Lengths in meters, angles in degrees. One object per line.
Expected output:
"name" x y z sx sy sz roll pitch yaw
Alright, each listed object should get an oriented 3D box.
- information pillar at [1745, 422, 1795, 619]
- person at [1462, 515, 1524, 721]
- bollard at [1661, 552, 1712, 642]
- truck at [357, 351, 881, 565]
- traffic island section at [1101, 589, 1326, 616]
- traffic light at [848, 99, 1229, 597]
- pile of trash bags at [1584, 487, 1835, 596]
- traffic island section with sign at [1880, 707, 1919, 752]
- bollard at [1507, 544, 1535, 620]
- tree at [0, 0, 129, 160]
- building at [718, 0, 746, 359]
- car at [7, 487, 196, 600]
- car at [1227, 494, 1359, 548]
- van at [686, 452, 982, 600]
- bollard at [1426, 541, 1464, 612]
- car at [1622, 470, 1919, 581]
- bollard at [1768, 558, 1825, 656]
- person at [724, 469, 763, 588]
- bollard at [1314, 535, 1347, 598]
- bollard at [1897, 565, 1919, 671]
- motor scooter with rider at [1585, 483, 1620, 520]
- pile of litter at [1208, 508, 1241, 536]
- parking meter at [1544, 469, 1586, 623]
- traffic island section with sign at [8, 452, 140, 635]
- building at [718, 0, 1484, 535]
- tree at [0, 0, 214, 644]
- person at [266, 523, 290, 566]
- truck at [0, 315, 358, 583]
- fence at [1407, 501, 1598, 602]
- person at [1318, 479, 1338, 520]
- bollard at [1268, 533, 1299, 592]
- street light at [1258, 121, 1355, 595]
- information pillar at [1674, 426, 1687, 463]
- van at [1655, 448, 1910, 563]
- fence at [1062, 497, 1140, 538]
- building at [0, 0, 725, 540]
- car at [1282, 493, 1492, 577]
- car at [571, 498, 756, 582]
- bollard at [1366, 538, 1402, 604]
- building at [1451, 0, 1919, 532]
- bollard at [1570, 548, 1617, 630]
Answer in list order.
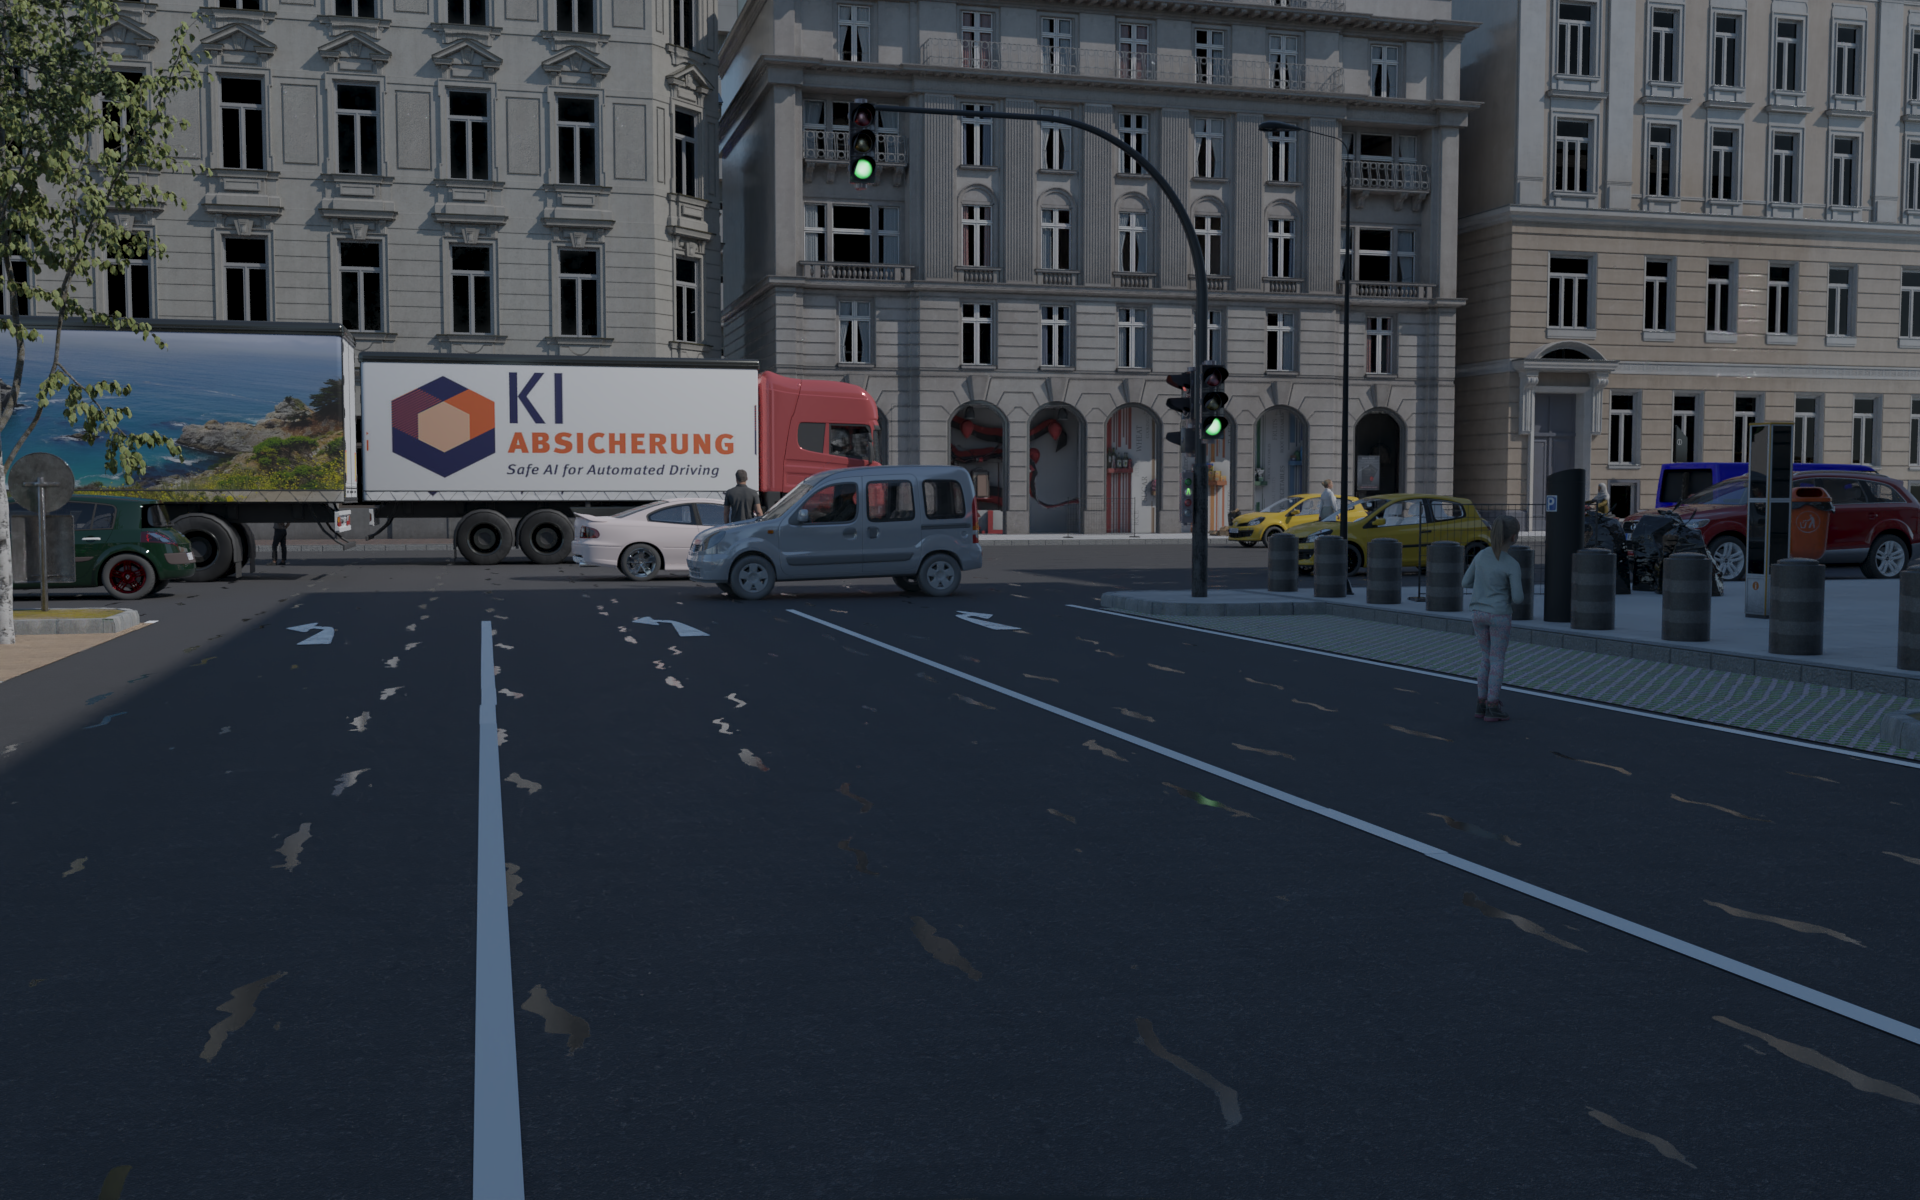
"information pillar" 8.349 -0.818 17.874 0.304 2.012 0.304 -1 4 -17
"person" 3.399 0.108 11.010 0.425 1.301 0.394 3 4 38
"bollard" 6.378 -0.029 15.197 0.404 0.777 0.398 0 3 0
"truck" -6.659 -2.917 36.609 11.283 4.237 2.839 -1 4 -15
"traffic island section" 2.994 0.041 21.615 2.009 0.180 2.903 -1 4 -15
"traffic light" 0.959 -2.821 20.799 4.771 5.953 1.251 -1 4 -15
"pile of trash bags" 9.413 -0.776 22.446 3.447 1.369 1.912 1 4 18
"traffic island section with sign" 6.324 -0.052 9.479 1.989 1.847 2.006 -1 4 -15
"bollard" 5.675 -0.185 17.746 0.404 0.777 0.398 0 3 0
"tree" -7.634 -4.453 9.683 8.767 10.594 7.601 -1 4 -15
"building" -8.831 -33.813 142.084 28.713 52.752 27.495 -1 4 -15
"car" -12.763 -0.851 23.696 4.222 1.686 2.009 -1 4 -17
"car" 9.201 -2.240 46.840 3.980 1.641 2.015 -1 4 -17
"van" -1.788 -1.068 24.471 4.112 2.044 2.013 -1 4 -17
"bollard" 5.326 -0.263 19.021 0.404 0.777 0.398 0 3 0
"car" 13.388 -1.220 28.615 5.304 1.827 2.281 -1 4 -16
"bollard" 6.726 0.049 13.922 0.404 0.777 0.398 0 3 0
"person" -3.283 -1.088 26.411 0.598 1.807 0.434 1 4 13
"bollard" 4.617 -0.420 21.592 0.404 0.777 0.398 0 3 0
"bollard" 7.079 0.127 12.649 0.404 0.777 0.398 0 3 0
"motor scooter with rider" 17.372 -2.365 47.636 1.986 1.779 0.876 -1 4 -16
"pile of litter" 8.177 -2.393 53.089 1.176 0.858 1.719 1 4 16
"parking meter" 6.075 -0.550 17.403 0.372 1.533 0.369 0 3 0
"traffic island section with sign" -9.865 -0.624 18.339 2.006 1.907 1.989 -1 4 -15
"building" 4.009 -13.387 60.671 24.055 21.916 13.314 -1 4 -15
"tree" -8.976 -3.864 15.993 4.737 8.622 4.395 0 3 0
"person" -13.725 -1.372 34.839 0.340 1.345 0.435 0 4 7
"truck" -15.806 -2.399 28.133 11.283 4.237 2.839 -1 4 -15
"fence" 6.564 -0.584 20.750 2.264 1.192 0.480 0 4 1
"person" 9.012 -2.074 42.638 0.641 1.798 0.478 -1 4 -12
"bollard" 4.267 -0.498 22.866 0.404 0.777 0.398 0 3 0
"street light" 4.382 -3.017 21.871 1.470 5.913 1.316 -1 4 -15
"information pillar" 24.645 -4.156 59.310 0.504 3.616 0.183 -1 4 -21
"van" 16.389 -1.818 34.107 5.245 2.365 2.240 -1 4 -16
"fence" 4.162 -2.428 50.902 2.264 1.192 0.480 -1 4 -16
"building" -29.571 -16.915 52.976 44.131 29.872 17.030 -1 4 -15
"car" 7.575 -1.271 31.011 3.980 1.641 2.015 -1 4 -17
"car" -4.156 -1.050 29.536 4.827 1.381 2.083 -1 4 -14
"bollard" 4.972 -0.341 20.300 0.404 0.777 0.398 0 3 0
"building" 26.244 -17.158 66.435 20.117 28.700 13.634 -1 4 -15
"bollard" 6.025 -0.107 16.472 0.404 0.777 0.398 0 3 0
